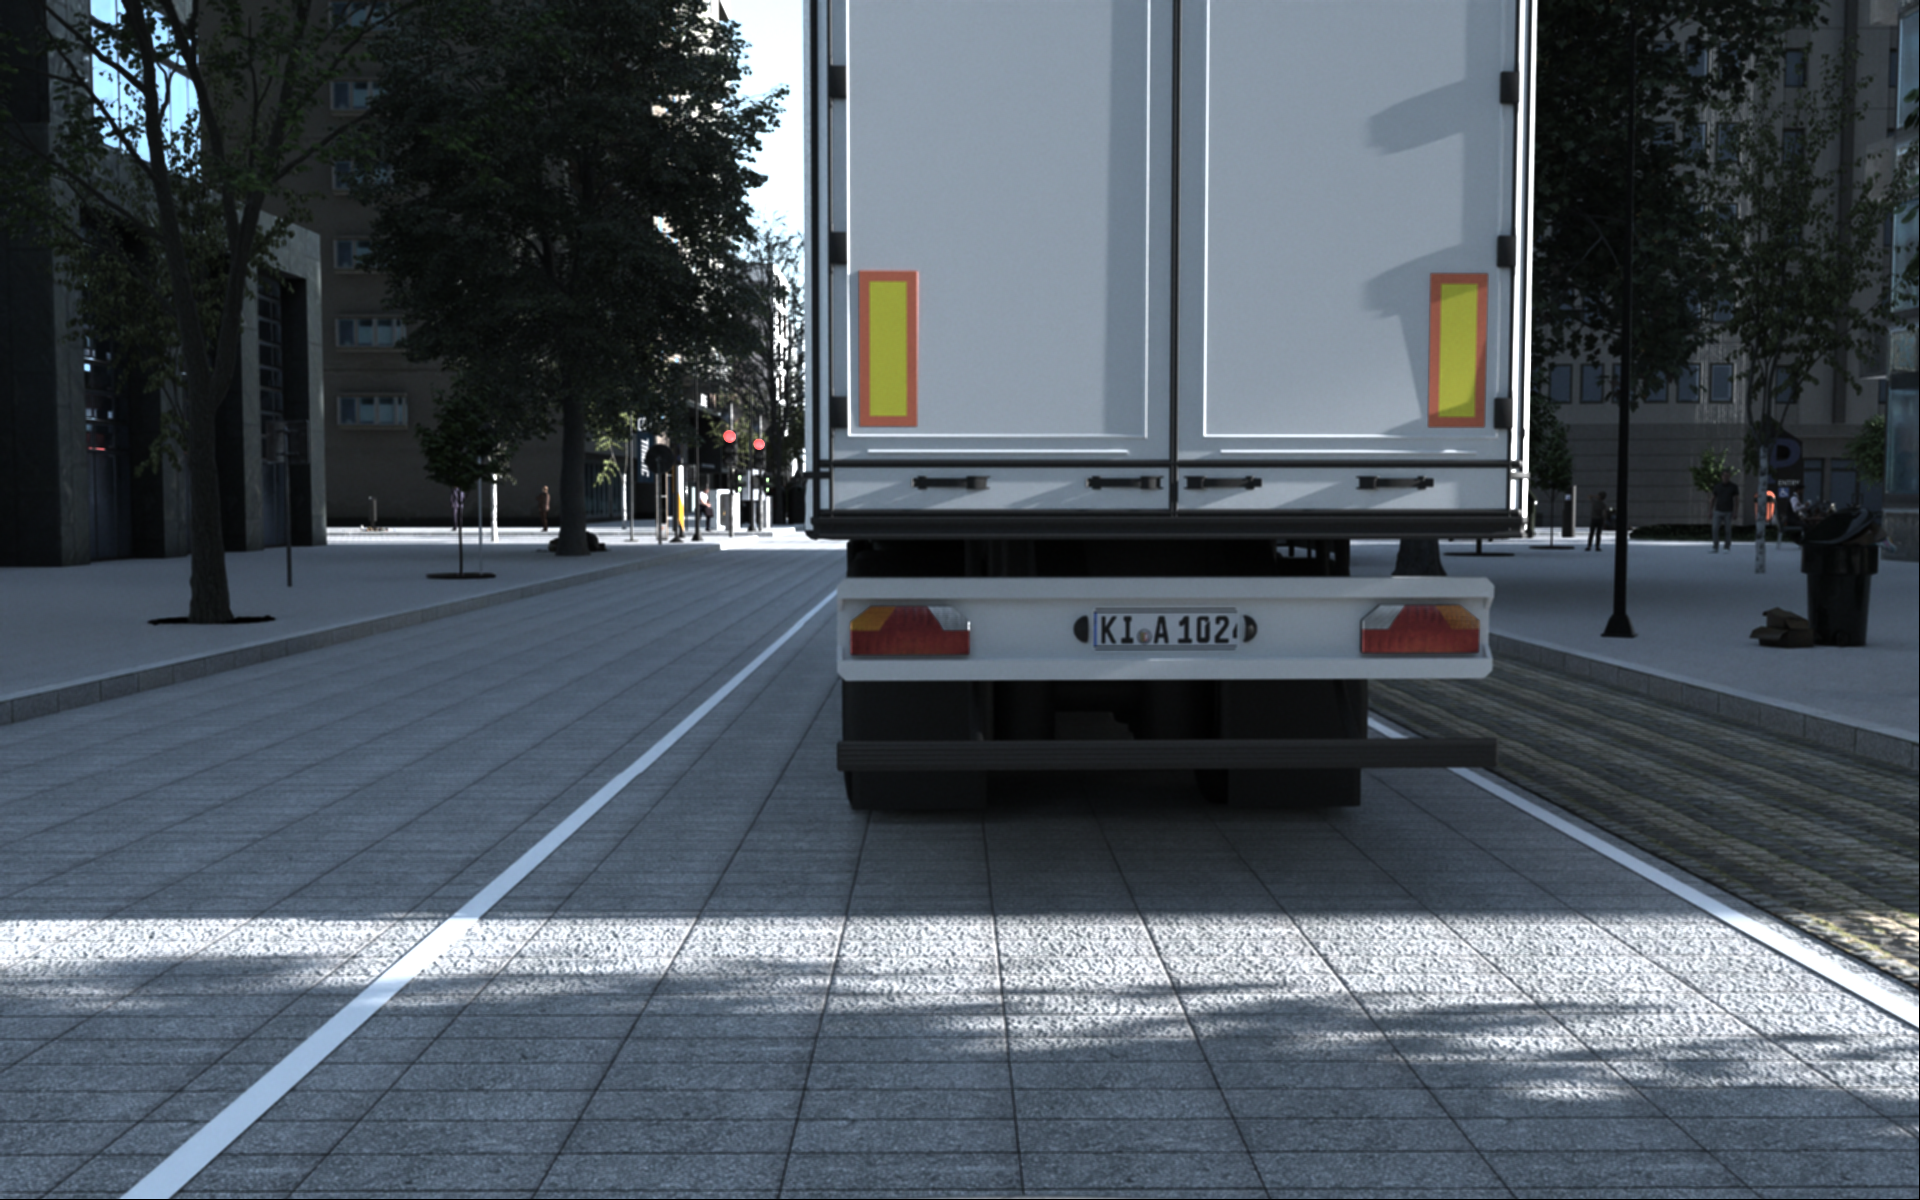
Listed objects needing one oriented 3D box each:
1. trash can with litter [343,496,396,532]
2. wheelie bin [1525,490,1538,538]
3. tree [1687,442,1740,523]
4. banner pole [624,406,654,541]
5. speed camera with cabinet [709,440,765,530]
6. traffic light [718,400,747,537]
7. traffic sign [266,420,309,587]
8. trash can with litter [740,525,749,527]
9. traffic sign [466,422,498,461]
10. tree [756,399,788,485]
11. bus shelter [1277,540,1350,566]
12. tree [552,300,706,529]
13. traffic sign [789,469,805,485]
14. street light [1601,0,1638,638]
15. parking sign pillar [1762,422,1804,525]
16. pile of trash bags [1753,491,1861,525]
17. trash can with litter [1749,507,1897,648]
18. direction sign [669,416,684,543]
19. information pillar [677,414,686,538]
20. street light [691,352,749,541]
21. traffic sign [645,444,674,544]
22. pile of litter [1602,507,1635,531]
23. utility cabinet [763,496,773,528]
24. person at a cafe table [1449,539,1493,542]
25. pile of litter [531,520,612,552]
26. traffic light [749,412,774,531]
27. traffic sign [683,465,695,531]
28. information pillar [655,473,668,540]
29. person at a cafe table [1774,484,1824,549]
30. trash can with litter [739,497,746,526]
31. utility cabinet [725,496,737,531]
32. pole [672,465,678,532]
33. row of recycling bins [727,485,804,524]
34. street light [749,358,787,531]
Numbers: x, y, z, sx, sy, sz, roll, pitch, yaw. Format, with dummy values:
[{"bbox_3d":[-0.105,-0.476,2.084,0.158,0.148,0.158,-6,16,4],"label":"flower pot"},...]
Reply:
[{"bbox_3d":[-20.368,-2.987,59.892,1.678,1.210,2.233,-2,4,-26],"label":"trash can with litter"},{"bbox_3d":[16.469,-2.610,50.580,0.693,1.594,0.980,2,4,25],"label":"wheelie bin"},{"bbox_3d":[27.738,-4.262,64.278,1.663,3.219,1.824,0,3,0],"label":"tree"},{"bbox_3d":[-8.700,-3.487,47.024,0.863,3.779,0.401,-2,4,-24],"label":"banner pole"},{"bbox_3d":[-8.114,-4.200,62.999,2.038,3.252,0.660,-3,4,-38],"label":"speed camera with cabinet"},{"bbox_3d":[-6.787,-3.827,51.495,0.839,4.253,0.868,0,4,0],"label":"traffic light"},{"bbox_3d":[-9.295,-1.335,23.954,0.606,2.300,0.079,0,4,6],"label":"traffic sign"},{"bbox_3d":[-8.933,-3.381,66.334,1.678,1.210,2.233,0,4,-2],"label":"trash can with litter"},{"bbox_3d":[-7.945,-1.767,28.629,0.795,2.593,0.064,0,4,6],"label":"traffic sign"},{"bbox_3d":[-12.263,-10.572,123.211,4.360,8.622,3.978,0,3,0],"label":"tree"},{"bbox_3d":[6.112,-2.391,33.013,2.014,3.302,5.546,0,4,0],"label":"bus shelter"},{"bbox_3d":[-12.431,-6.868,62.660,4.737,8.622,4.395,0,3,0],"label":"tree"},{"bbox_3d":[-8.473,-5.523,90.304,0.884,2.594,0.081,0,4,8],"label":"traffic sign"},{"bbox_3d":[5.411,-2.625,15.456,1.470,5.913,1.316,0,4,0],"label":"street light"},{"bbox_3d":[28.583,-4.386,60.188,1.447,3.967,1.447,1,4,11],"label":"parking sign pillar"},{"bbox_3d":[25.098,-2.556,51.542,3.447,1.369,1.912,-1,4,-17],"label":"pile of trash bags"},{"bbox_3d":[7.258,-0.196,14.586,1.055,1.170,0.624,-1,4,-20],"label":"trash can with litter"},{"bbox_3d":[-7.522,-3.292,45.828,0.379,3.537,0.876,-2,4,-28],"label":"direction sign"},{"bbox_3d":[-8.206,-3.633,50.753,0.183,3.616,0.504,0,4,4],"label":"information pillar"},{"bbox_3d":[-6.650,-4.569,47.250,1.470,5.913,1.316,0,4,0],"label":"street light"},{"bbox_3d":[-7.636,-2.686,44.022,0.768,2.556,0.104,0,4,7],"label":"traffic sign"},{"bbox_3d":[23.076,-2.870,60.887,1.176,0.858,1.719,0,4,-2],"label":"pile of litter"},{"bbox_3d":[-7.380,-3.357,66.042,0.306,1.237,1.020,0,4,6],"label":"utility cabinet"},{"bbox_3d":[13.998,-2.230,47.325,1.698,1.238,1.726,1,4,21],"label":"person at a cafe table"},{"bbox_3d":[-8.722,-1.522,38.845,1.719,0.858,1.176,0,4,3],"label":"pile of litter"},{"bbox_3d":[-6.843,-4.316,59.480,0.839,4.253,0.868,0,4,0],"label":"traffic light"},{"bbox_3d":[-9.531,-3.561,60.351,0.606,2.300,0.079,0,4,2],"label":"traffic sign"},{"bbox_3d":[-8.307,-2.672,48.187,0.304,2.012,0.304,-1,4,-15],"label":"information pillar"},{"bbox_3d":[19.723,-1.927,40.023,1.622,1.524,1.698,1,4,19],"label":"person at a cafe table"},{"bbox_3d":[-8.820,-3.479,68.273,0.624,1.170,1.055,0,4,2],"label":"trash can with litter"},{"bbox_3d":[-7.994,-3.013,60.430,0.306,1.237,1.020,0,4,1],"label":"utility cabinet"},{"bbox_3d":[-9.742,-3.995,59.155,0.158,3.312,0.155,0,3,0],"label":"pole"},{"bbox_3d":[-8.485,-4.198,75.754,3.534,1.692,1.069,0,4,2],"label":"row of recycling bins"},{"bbox_3d":[-6.618,-5.311,59.372,1.470,5.913,1.316,0,4,0],"label":"street light"}]
